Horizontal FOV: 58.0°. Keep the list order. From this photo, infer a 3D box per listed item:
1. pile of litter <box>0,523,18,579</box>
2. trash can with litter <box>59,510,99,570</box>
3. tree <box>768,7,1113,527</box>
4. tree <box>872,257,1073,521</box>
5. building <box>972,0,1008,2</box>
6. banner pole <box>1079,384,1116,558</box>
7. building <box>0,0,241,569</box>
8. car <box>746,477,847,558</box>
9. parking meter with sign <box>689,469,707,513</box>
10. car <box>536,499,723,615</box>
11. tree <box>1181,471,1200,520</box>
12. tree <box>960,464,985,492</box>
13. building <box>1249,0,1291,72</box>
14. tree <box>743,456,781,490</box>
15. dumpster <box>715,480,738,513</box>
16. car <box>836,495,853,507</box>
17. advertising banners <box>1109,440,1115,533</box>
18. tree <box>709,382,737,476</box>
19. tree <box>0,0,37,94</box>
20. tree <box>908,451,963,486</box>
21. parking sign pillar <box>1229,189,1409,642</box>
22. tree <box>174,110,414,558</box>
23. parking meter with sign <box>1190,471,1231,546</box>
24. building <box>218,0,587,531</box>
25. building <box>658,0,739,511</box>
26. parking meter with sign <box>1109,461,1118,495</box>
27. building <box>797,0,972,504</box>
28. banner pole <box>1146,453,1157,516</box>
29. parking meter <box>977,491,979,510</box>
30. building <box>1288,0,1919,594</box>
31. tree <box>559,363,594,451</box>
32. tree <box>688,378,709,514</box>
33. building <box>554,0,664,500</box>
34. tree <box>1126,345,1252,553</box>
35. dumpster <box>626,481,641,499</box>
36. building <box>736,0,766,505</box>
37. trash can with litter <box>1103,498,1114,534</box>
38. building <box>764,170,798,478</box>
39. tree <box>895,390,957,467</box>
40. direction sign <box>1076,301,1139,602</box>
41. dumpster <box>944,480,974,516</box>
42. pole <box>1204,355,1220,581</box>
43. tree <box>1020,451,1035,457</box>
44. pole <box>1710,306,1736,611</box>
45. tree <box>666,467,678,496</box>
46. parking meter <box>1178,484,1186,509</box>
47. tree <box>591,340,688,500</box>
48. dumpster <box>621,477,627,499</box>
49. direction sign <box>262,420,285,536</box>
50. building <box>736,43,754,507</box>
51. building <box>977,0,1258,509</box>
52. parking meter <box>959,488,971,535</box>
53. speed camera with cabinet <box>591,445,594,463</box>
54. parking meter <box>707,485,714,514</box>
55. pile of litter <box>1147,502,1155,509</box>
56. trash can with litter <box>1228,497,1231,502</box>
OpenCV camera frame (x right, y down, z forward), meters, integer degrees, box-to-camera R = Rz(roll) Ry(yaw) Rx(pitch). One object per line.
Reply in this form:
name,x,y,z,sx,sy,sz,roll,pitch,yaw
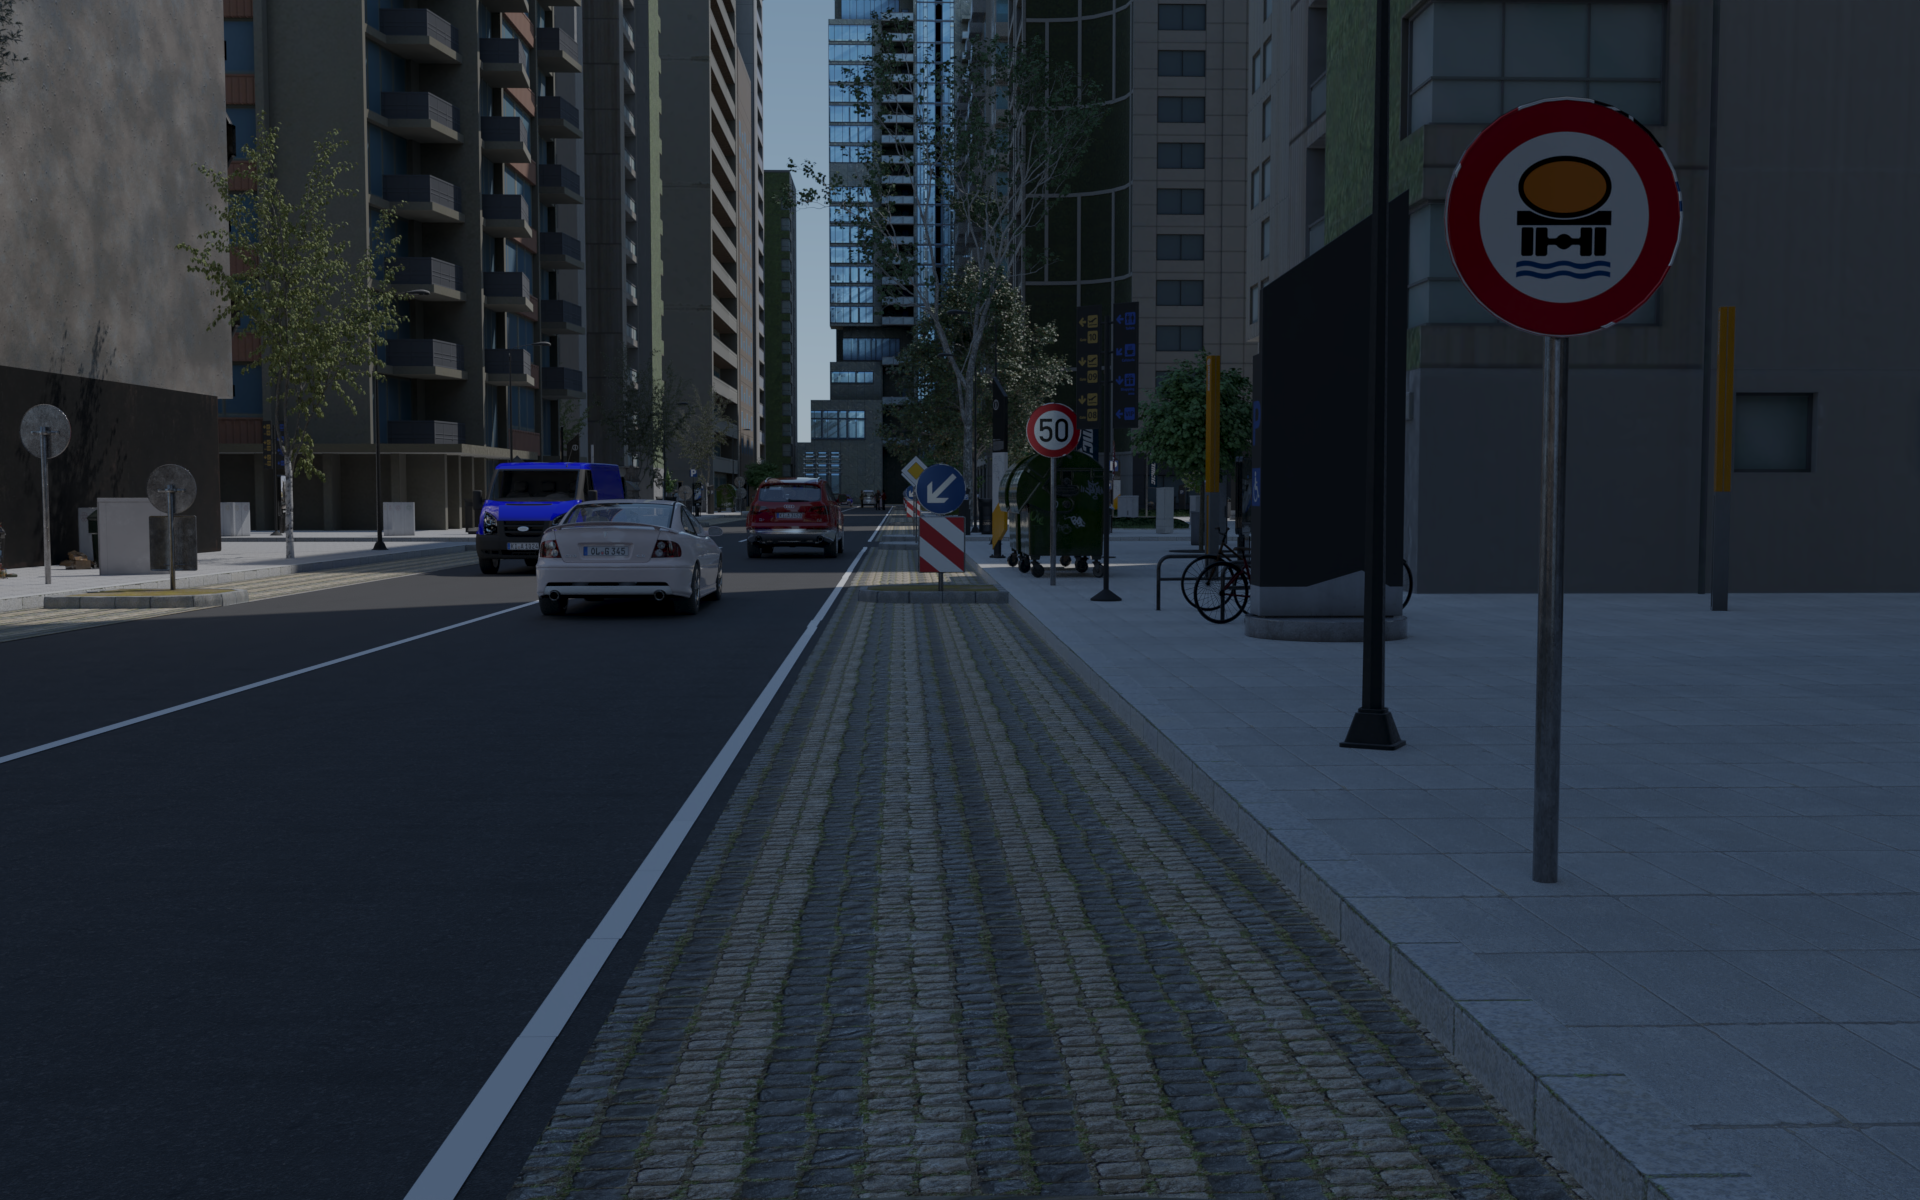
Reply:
pile of litter,-15.145,-0.771,26.576,1.176,0.858,1.719,-2,4,-29
trash can with litter,-14.802,-1.118,29.668,0.624,1.170,1.055,2,4,32
tree,-0.701,-13.006,68.531,12.611,20.169,13.585,0,3,0
tree,0.644,-10.198,83.748,9.611,12.733,9.660,0,3,0
building,11.846,-32.774,155.463,23.786,49.044,30.456,0,4,-2
banner pole,2.706,-2.728,34.612,0.863,3.779,0.401,-1,4,-13
building,-24.705,-10.111,32.771,16.811,18.784,16.820,0,4,-2
car,-3.795,-1.940,40.400,2.281,1.827,5.304,0,4,-1
parking meter with sign,-18.082,-7.566,119.968,0.543,3.016,1.738,-3,4,-36
car,-4.095,-0.584,21.903,2.083,1.381,4.827,0,4,-2
tree,11.546,-5.491,84.387,1.663,3.219,1.824,0,3,0
tree,0.611,-6.087,94.122,1.663,3.219,1.824,0,3,0
building,27.207,-29.387,69.721,27.495,52.752,28.713,0,4,-2
tree,-16.990,-10.090,148.685,4.285,4.588,4.351,0,3,0
dumpster,-16.176,-7.181,119.904,1.502,2.255,1.985,0,4,-2
car,-12.941,-11.135,194.635,1.945,1.354,3.894,0,4,-2
advertising banners,4.968,-3.723,57.057,0.090,3.025,2.074,0,4,-1
tree,-16.786,-9.963,113.257,4.360,8.622,3.978,0,3,0
tree,-13.491,-6.348,14.165,12.009,13.543,11.850,0,3,0
tree,-1.364,-7.745,110.350,4.285,4.588,4.351,0,3,0
parking sign pillar,3.306,-1.657,15.564,1.447,3.967,1.447,0,4,-2
tree,-13.147,-5.140,34.397,4.737,8.622,4.395,0,3,0
parking meter with sign,6.386,-2.903,43.726,0.543,3.016,1.738,2,4,33
building,-28.280,-25.545,72.282,22.147,44.769,28.867,0,4,-2
building,-29.366,-31.432,137.613,21.300,48.544,21.600,0,4,-2
parking meter with sign,7.659,-5.804,91.148,0.543,3.016,1.738,-1,4,-23
building,-5.045,-55.733,223.913,31.000,86.520,22.319,0,4,-2
banner pole,9.330,-5.795,84.761,0.863,3.779,0.401,3,5,42
parking meter,0.931,-5.692,101.475,0.372,1.533,0.369,0,3,0
building,12.646,-21.068,28.051,14.154,41.232,14.086,0,4,-2
tree,-22.123,-8.713,92.820,4.737,8.622,4.395,0,3,0
tree,-16.274,-8.758,93.557,4.360,8.622,3.978,0,3,0
building,-25.640,-25.626,102.583,14.154,41.232,14.086,0,4,-2
tree,5.386,-3.330,38.163,4.285,4.588,4.351,0,3,0
dumpster,-14.565,-4.229,74.906,1.264,1.857,1.865,0,4,-2
building,-35.785,-39.578,189.094,28.212,58.520,21.231,0,4,-2
trash can with litter,4.334,-2.670,55.036,1.055,1.170,0.624,-1,4,-12
building,-28.031,-32.855,220.780,14.086,41.232,14.154,0,4,-2
tree,-1.687,-12.312,135.715,7.601,10.594,8.767,1,4,17
direction sign,1.757,-1.757,20.731,0.876,3.537,0.379,3,5,40
dumpster,-0.158,-4.617,77.976,1.502,2.255,1.985,0,4,-2
pole,3.731,-1.942,25.593,0.158,3.312,0.155,0,3,0
tree,2.187,-2.888,41.814,1.663,3.219,1.824,0,3,0
pole,8.355,-1.537,18.967,0.158,3.312,0.155,0,3,0
tree,-20.460,-7.749,121.296,1.663,3.219,1.824,0,3,0
parking meter,12.665,-5.697,98.862,0.399,1.863,0.255,1,4,19
tree,-15.428,-8.082,82.498,4.360,8.622,3.978,0,3,0
dumpster,-11.723,-3.089,55.457,1.985,2.255,1.502,0,4,-1
direction sign,-21.118,-3.755,53.387,0.876,3.537,0.379,1,4,23
building,-28.029,-31.849,170.845,14.600,45.320,14.200,0,4,-2
building,11.739,-41.245,112.611,20.563,71.187,20.611,0,4,-2
parking meter,0.144,-2.788,53.998,0.372,1.533,0.369,0,3,0
speed camera with cabinet,-14.414,-4.564,68.955,0.660,3.252,2.038,-1,4,-14
parking meter,-15.921,-6.414,110.581,0.255,1.863,0.399,3,5,39
pile of litter,11.073,-5.287,100.400,1.719,0.858,1.176,1,4,18
trash can with litter,14.914,-5.088,94.572,1.055,1.170,0.624,0,4,0
